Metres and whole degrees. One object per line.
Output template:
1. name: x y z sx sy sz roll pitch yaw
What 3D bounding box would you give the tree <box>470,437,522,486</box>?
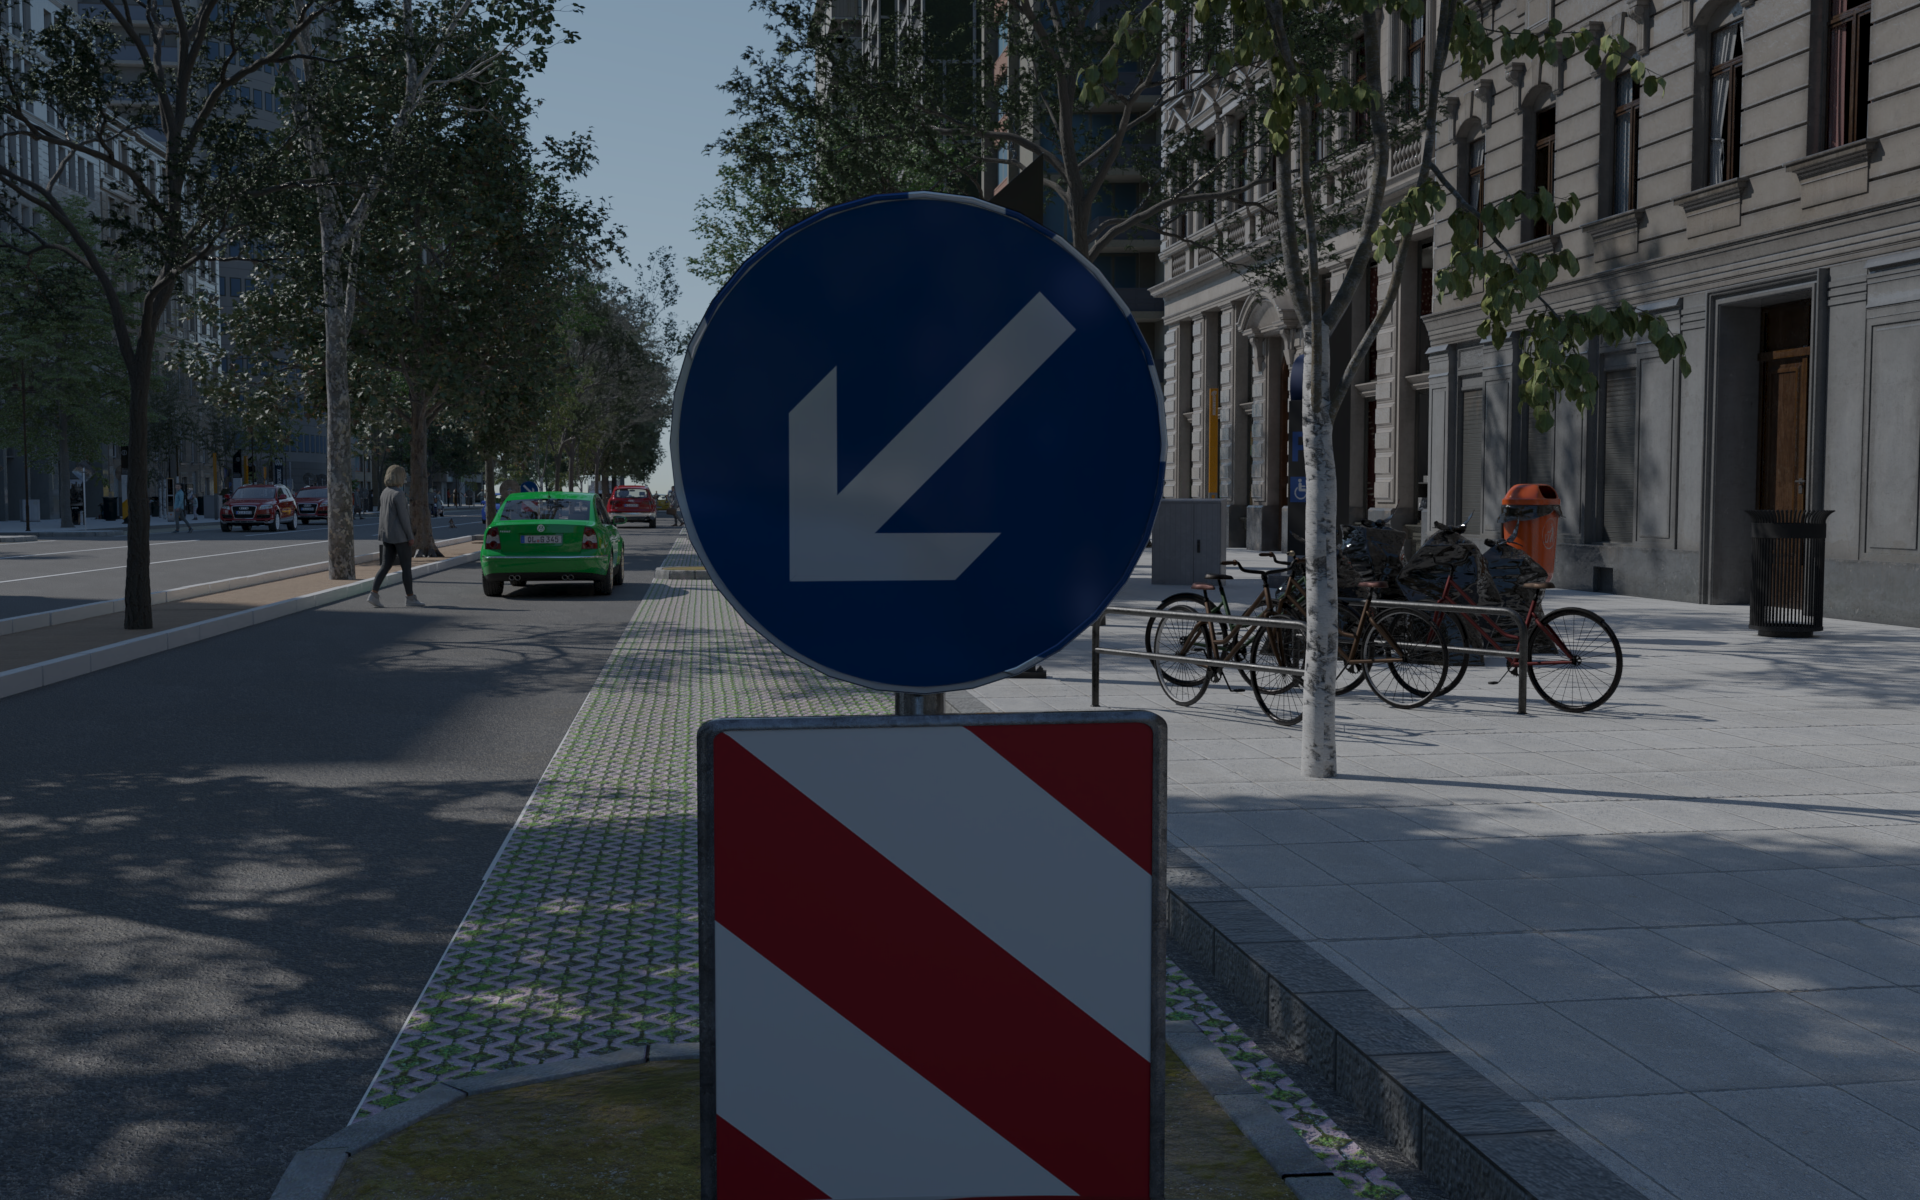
1. tree: -54.401 -18.393 207.375 9.857 13.997 8.962 0 3 0

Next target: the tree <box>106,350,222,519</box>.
1. tree: -40.209 -8.385 87.462 4.360 8.622 3.978 0 3 0

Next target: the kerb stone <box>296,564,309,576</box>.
1. kerb stone: -11.637 -0.500 30.389 0.120 0.150 1.000 -1 4 -8

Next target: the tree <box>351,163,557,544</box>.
1. tree: -13.577 -7.424 49.594 9.928 11.665 9.643 0 3 0

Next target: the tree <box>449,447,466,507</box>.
1. tree: -49.763 -13.819 176.305 4.737 8.622 4.395 0 3 0

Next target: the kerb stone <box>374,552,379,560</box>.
1. kerb stone: -12.692 -0.936 37.501 0.120 0.150 1.000 -1 4 -8

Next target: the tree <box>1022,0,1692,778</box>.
1. tree: 1.519 -3.490 7.432 4.737 8.622 4.395 0 3 0

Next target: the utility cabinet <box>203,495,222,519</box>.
1. utility cabinet: -39.281 -4.889 91.102 1.020 1.237 0.306 1 4 21

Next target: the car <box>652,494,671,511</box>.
1. car: -23.116 -7.524 133.241 2.015 1.641 3.980 0 4 -7

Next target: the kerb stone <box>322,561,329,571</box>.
1. kerb stone: -11.941 -0.625 32.419 0.120 0.150 1.000 -1 4 -8

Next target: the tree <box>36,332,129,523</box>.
1. tree: -39.273 -7.783 77.620 4.737 8.622 4.395 0 3 0

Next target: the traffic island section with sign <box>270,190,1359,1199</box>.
1. traffic island section with sign: -0.260 0.341 3.047 1.989 1.847 2.006 -1 4 -8

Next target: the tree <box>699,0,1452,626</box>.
1. tree: 0.944 -5.030 16.651 7.601 10.594 8.767 0 4 0

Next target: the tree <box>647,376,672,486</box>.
1. tree: -23.728 -12.179 118.587 9.611 12.733 9.660 0 3 0

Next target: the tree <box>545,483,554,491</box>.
1. tree: -64.800 -17.108 274.312 1.663 3.219 1.824 0 3 0

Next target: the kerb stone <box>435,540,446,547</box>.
1. kerb stone: -14.048 -1.489 46.620 0.120 0.150 1.000 -1 4 -8

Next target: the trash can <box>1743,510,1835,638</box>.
1. trash can: 7.462 -0.243 15.623 0.748 1.137 0.748 0 3 0

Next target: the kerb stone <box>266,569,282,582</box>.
1. kerb stone: -11.336 -0.377 28.362 0.120 0.150 1.000 -1 4 -8

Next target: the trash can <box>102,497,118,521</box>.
1. trash can: -40.635 -4.353 82.828 0.748 1.137 0.748 0 3 0

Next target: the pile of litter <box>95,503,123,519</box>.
1. pile of litter: -43.338 -4.529 88.013 1.719 0.858 1.176 2 4 24

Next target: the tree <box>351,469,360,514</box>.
1. tree: -40.281 -7.305 114.033 1.663 3.219 1.824 0 3 0

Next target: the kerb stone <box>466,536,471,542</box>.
1. kerb stone: -14.815 -1.804 51.695 0.120 0.150 1.000 -1 4 -8

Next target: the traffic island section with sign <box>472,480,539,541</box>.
1. traffic island section with sign: -14.133 -2.813 54.125 2.006 1.907 1.989 -1 4 -8

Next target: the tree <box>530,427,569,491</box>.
1. tree: -62.457 -20.891 259.701 7.486 12.596 7.792 0 3 0

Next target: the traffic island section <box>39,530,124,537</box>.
1. traffic island section: -30.120 -2.282 59.590 2.009 0.180 2.903 -1 4 -8

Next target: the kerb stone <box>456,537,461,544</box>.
1. kerb stone: -14.507 -1.680 49.661 0.120 0.150 1.000 -1 4 -8

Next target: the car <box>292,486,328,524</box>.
1. car: -30.571 -4.512 82.450 2.281 1.827 5.304 -1 4 -10

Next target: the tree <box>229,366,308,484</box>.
1. tree: -38.313 -8.884 95.619 4.737 8.622 4.395 0 3 0

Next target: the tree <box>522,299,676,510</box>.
1. tree: -22.142 -12.173 108.135 9.857 13.997 8.962 0 3 0

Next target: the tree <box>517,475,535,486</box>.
1. tree: -57.565 -14.967 228.423 4.285 4.588 4.351 0 3 0

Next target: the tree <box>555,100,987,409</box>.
1. tree: -3.131 -7.221 43.818 9.928 11.665 9.643 0 3 0

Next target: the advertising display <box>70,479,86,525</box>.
1. advertising display: -36.559 -4.059 71.581 0.974 1.923 0.123 1 4 20

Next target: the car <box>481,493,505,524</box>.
1. car: -22.383 -4.599 84.787 1.945 1.707 3.694 -1 4 -8

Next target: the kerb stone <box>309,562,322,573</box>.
1. kerb stone: -11.784 -0.563 31.401 0.120 0.150 1.000 -1 4 -8

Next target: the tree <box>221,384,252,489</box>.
1. tree: -45.532 -9.577 106.950 4.360 8.622 3.978 0 3 0

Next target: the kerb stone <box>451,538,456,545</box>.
1. kerb stone: -14.353 -1.618 48.647 0.120 0.150 1.000 -1 4 -8

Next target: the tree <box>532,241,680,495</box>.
1. tree: -17.848 -10.174 79.178 12.009 13.543 11.850 0 3 0

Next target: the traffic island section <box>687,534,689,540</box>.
1. traffic island section: -7.636 -1.992 54.847 2.009 0.180 2.903 -1 4 -8

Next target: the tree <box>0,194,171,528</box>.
1. tree: -34.017 -9.016 65.541 7.486 12.596 7.792 0 3 0

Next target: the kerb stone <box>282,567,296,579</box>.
1. kerb stone: -11.486 -0.436 29.373 0.120 0.150 1.000 -1 4 -8

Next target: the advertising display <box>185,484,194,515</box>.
1. advertising display: -48.502 -6.350 109.035 0.123 1.923 0.974 0 4 -1

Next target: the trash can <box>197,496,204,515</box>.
1. trash can: -45.673 -5.669 104.347 0.748 1.137 0.748 0 3 0

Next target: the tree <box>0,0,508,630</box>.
1. tree: -8.659 -4.940 17.645 8.767 10.594 7.601 -1 4 -8

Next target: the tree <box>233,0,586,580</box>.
1. tree: -8.985 -10.354 27.632 12.611 20.169 13.585 0 3 0

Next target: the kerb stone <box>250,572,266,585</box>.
1. kerb stone: -11.186 -0.306 27.351 0.120 0.150 1.000 -1 4 -8

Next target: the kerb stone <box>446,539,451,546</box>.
1. kerb stone: -14.208 -1.555 47.630 0.120 0.150 1.000 -1 4 -8

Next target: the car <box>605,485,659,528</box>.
1. car: -14.045 -4.008 74.212 2.281 1.827 5.304 -1 4 -10

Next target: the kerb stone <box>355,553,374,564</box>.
1. kerb stone: -12.546 -0.874 36.478 0.120 0.150 1.000 -1 4 -8

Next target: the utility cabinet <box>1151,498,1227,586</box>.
1. utility cabinet: 3.229 -0.813 24.453 1.020 1.237 0.306 2 4 26

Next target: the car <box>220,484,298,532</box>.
1. car: -27.190 -3.584 67.279 2.281 1.827 5.304 -1 4 -9

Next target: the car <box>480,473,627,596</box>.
1. car: -5.993 -1.039 25.785 1.959 1.807 4.718 0 4 -7

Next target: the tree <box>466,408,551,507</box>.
1. tree: -15.238 -6.719 62.678 4.737 8.622 4.395 0 3 0

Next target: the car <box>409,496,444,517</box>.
1. car: -33.760 -5.936 109.635 1.945 1.354 3.894 -1 4 -8

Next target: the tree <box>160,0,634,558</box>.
1. tree: -12.181 -7.293 38.699 9.611 12.733 9.660 0 3 0

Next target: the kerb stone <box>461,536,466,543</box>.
1. kerb stone: -14.660 -1.739 50.672 0.120 0.150 1.000 -1 4 -8

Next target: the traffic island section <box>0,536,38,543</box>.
1. traffic island section: -28.944 -1.799 51.691 2.009 0.180 2.903 -1 4 -8
